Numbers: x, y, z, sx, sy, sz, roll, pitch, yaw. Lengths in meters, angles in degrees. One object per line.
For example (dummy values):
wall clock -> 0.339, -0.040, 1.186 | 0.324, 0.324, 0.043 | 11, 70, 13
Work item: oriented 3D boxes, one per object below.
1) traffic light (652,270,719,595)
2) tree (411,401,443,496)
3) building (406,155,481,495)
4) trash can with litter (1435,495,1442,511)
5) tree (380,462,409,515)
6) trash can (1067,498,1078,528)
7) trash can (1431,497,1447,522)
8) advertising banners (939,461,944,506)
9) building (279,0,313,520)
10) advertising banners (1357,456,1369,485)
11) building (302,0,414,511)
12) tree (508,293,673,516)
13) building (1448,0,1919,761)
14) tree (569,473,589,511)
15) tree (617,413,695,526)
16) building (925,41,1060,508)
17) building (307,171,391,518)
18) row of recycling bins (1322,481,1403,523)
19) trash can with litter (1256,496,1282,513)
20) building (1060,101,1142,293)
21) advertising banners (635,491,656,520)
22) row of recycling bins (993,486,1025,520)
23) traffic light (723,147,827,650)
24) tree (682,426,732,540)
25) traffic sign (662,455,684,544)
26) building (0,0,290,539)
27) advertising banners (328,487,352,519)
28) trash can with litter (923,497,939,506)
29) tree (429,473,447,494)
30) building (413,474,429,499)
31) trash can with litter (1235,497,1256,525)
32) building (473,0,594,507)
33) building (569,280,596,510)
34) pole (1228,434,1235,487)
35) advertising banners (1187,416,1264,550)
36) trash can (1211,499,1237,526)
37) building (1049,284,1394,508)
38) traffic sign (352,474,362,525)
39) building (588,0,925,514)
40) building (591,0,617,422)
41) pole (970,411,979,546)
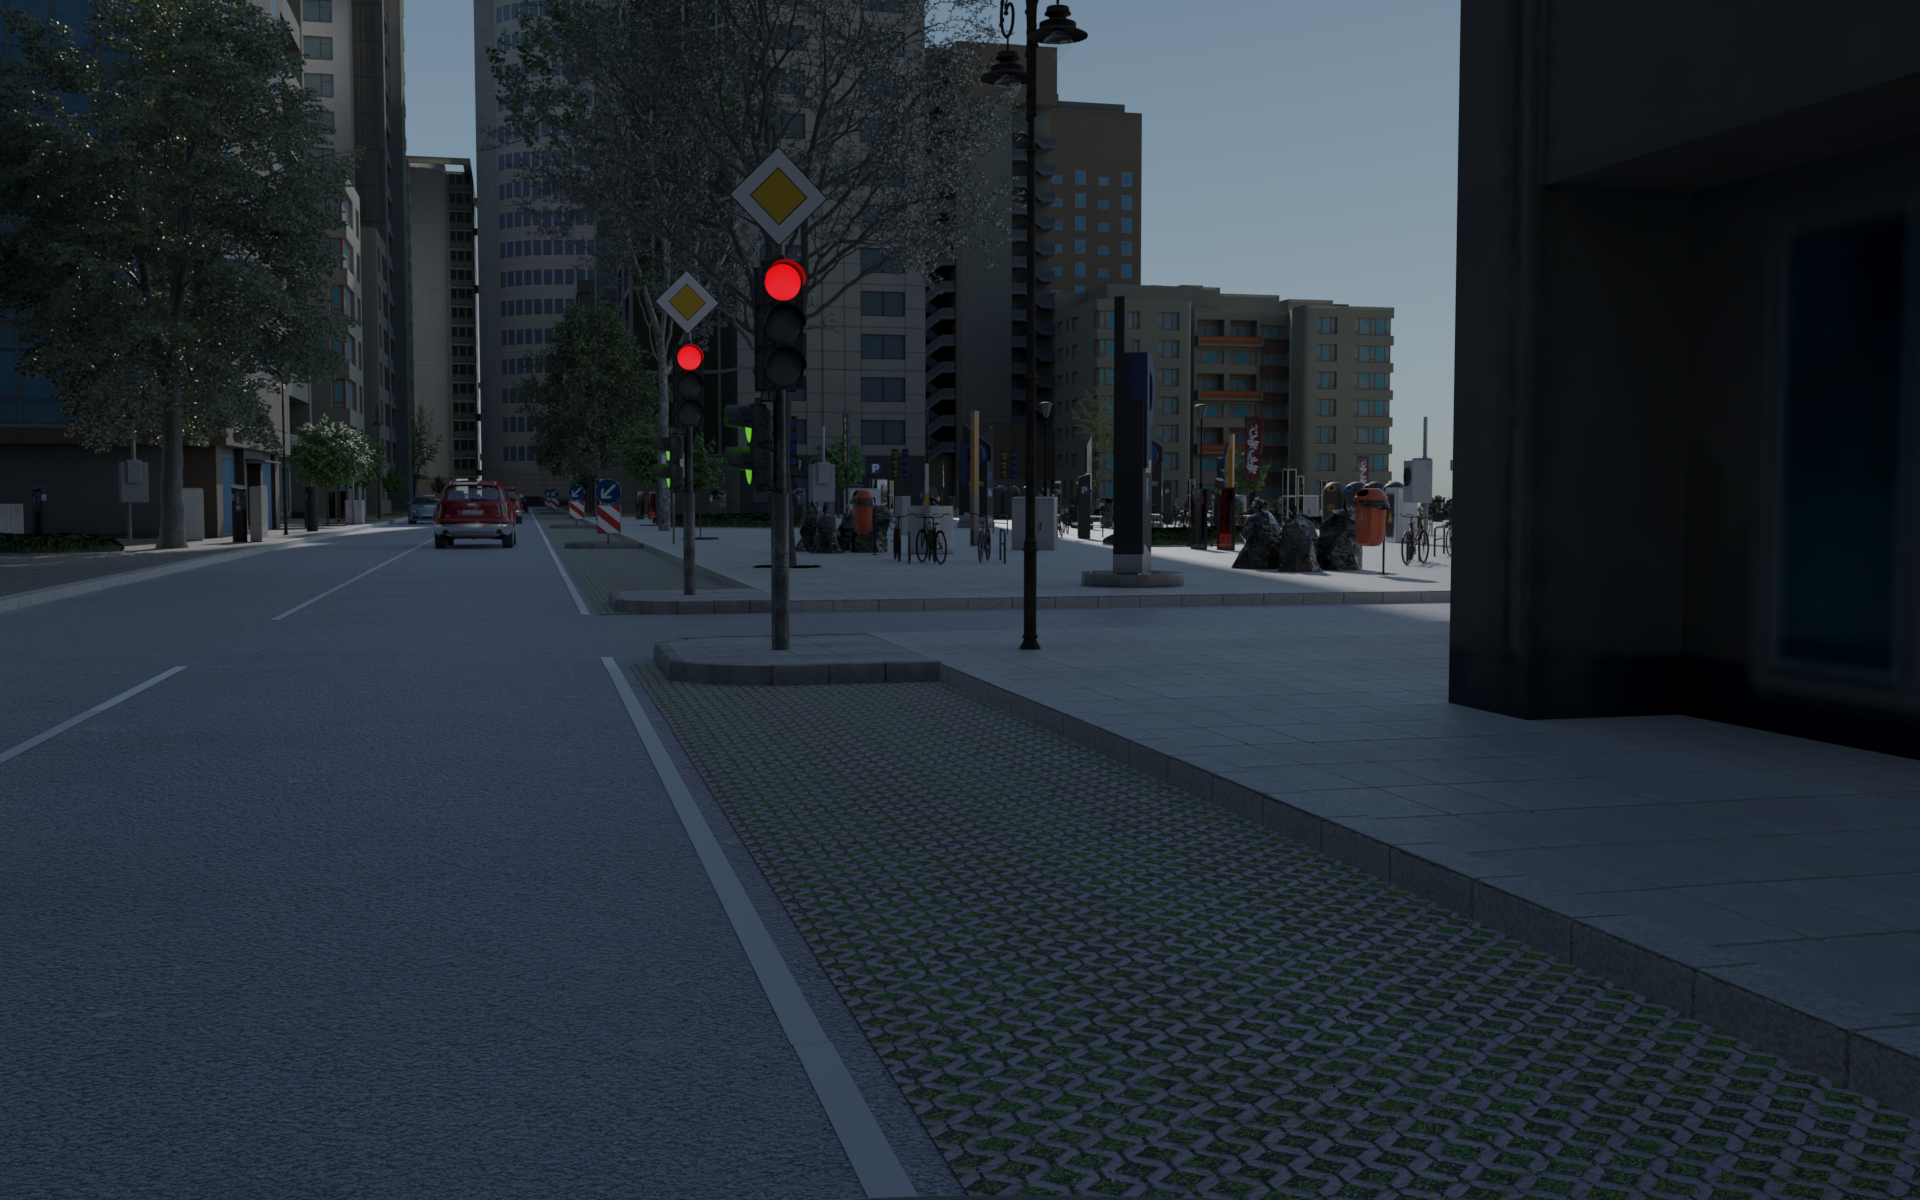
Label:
traffic light -> -3.460, -2.019, 21.928 | 0.839, 4.253, 0.868 | -1, 4, -14
tree -> -43.471, -11.499, 138.364 | 4.737, 8.622, 4.395 | 0, 3, 0
building -> -64.415, -30.314, 187.516 | 23.993, 40.220, 32.217 | -1, 4, -14
trash can with litter -> 29.706, -5.885, 107.279 | 1.678, 1.210, 2.233 | -1, 4, -18
tree -> -34.424, -6.741, 104.815 | 1.663, 3.219, 1.824 | 0, 3, 0
trash can -> 4.408, -3.296, 65.539 | 0.748, 1.137, 0.748 | 0, 3, 0
trash can -> 22.058, -4.174, 79.897 | 0.748, 1.137, 0.748 | 0, 3, 0
advertising banners -> -0.928, -5.707, 89.505 | 0.090, 3.025, 2.074 | 0, 4, 5
building -> -41.836, -27.733, 77.129 | 21.300, 48.544, 21.600 | -1, 4, -14
advertising banners -> 19.252, -5.094, 79.473 | 2.074, 3.025, 0.090 | 0, 4, 1
building -> -47.837, -27.045, 125.778 | 14.154, 41.232, 14.086 | -1, 4, -14
tree -> -20.956, -11.164, 99.534 | 9.611, 12.733, 9.660 | 0, 3, 0
building -> 15.899, -23.113, 1.606 | 21.300, 48.544, 21.600 | -1, 4, -14
tree -> -28.730, -8.316, 130.570 | 1.663, 3.219, 1.824 | 0, 3, 0
tree -> -12.250, -5.286, 70.134 | 4.285, 4.588, 4.351 | 0, 3, 0
building -> 0.499, -31.783, 169.758 | 14.200, 45.320, 14.600 | -1, 4, -14
building -> -49.837, -15.822, 103.724 | 27.650, 21.520, 28.899 | -1, 4, -14
row of recycling bins -> 13.436, -3.085, 57.548 | 1.069, 1.692, 3.534 | -2, 4, -33
trash can with litter -> 12.095, -3.490, 68.455 | 1.055, 1.170, 0.624 | -1, 4, -19
building -> 11.555, -33.487, 197.627 | 14.200, 45.320, 14.600 | -1, 4, -14
advertising banners -> -15.620, -5.596, 87.684 | 0.090, 3.025, 2.074 | 3, 5, 42
row of recycling bins -> 2.430, -4.938, 87.846 | 1.069, 1.692, 3.534 | -3, 5, -43
traffic light -> -1.500, -1.545, 14.186 | 0.839, 4.253, 0.868 | -1, 4, -14
tree -> -7.305, -3.318, 48.850 | 1.663, 3.219, 1.824 | 0, 3, 0
traffic sign -> -7.326, -2.577, 44.261 | 0.606, 2.300, 0.079 | -1, 4, -8
building -> -29.487, -24.683, 53.677 | 14.600, 45.320, 14.200 | -1, 4, -14
advertising banners -> -32.096, -5.734, 89.933 | 2.074, 3.025, 0.090 | 2, 4, 27
trash can with litter -> -1.143, -3.839, 74.155 | 0.624, 1.170, 1.055 | 2, 4, 26
tree -> -46.890, -9.841, 155.496 | 1.663, 3.219, 1.824 | 0, 3, 0
building -> -62.231, -30.343, 150.738 | 28.867, 44.769, 22.147 | -1, 4, -14
trash can with litter -> 10.484, -3.275, 64.941 | 0.624, 1.170, 1.055 | -1, 4, -13
building -> -37.650, -39.485, 187.578 | 28.212, 58.520, 21.231 | -1, 4, -14
building -> -20.933, -19.086, 157.089 | 27.650, 21.520, 28.899 | -1, 4, -14
pole -> 9.215, -3.976, 58.846 | 0.158, 3.312, 0.155 | 0, 3, 0
advertising banners -> 6.056, -2.651, 39.533 | 2.074, 3.025, 0.090 | 3, 5, 43
trash can -> 7.710, -2.382, 50.604 | 0.748, 1.137, 0.748 | 0, 3, 0
building -> 22.755, -19.898, 170.366 | 28.899, 21.520, 27.650 | -1, 4, -14
traffic sign -> -25.444, -4.434, 72.605 | 0.768, 2.556, 0.104 | -1, 4, -9
building -> -14.619, -41.482, 116.486 | 20.563, 71.187, 20.611 | -1, 4, -14
building -> -21.295, -27.564, 134.271 | 14.154, 41.232, 14.086 | -1, 4, -14
pole -> 0.358, -2.983, 42.610 | 0.158, 3.312, 0.155 | 0, 3, 0
